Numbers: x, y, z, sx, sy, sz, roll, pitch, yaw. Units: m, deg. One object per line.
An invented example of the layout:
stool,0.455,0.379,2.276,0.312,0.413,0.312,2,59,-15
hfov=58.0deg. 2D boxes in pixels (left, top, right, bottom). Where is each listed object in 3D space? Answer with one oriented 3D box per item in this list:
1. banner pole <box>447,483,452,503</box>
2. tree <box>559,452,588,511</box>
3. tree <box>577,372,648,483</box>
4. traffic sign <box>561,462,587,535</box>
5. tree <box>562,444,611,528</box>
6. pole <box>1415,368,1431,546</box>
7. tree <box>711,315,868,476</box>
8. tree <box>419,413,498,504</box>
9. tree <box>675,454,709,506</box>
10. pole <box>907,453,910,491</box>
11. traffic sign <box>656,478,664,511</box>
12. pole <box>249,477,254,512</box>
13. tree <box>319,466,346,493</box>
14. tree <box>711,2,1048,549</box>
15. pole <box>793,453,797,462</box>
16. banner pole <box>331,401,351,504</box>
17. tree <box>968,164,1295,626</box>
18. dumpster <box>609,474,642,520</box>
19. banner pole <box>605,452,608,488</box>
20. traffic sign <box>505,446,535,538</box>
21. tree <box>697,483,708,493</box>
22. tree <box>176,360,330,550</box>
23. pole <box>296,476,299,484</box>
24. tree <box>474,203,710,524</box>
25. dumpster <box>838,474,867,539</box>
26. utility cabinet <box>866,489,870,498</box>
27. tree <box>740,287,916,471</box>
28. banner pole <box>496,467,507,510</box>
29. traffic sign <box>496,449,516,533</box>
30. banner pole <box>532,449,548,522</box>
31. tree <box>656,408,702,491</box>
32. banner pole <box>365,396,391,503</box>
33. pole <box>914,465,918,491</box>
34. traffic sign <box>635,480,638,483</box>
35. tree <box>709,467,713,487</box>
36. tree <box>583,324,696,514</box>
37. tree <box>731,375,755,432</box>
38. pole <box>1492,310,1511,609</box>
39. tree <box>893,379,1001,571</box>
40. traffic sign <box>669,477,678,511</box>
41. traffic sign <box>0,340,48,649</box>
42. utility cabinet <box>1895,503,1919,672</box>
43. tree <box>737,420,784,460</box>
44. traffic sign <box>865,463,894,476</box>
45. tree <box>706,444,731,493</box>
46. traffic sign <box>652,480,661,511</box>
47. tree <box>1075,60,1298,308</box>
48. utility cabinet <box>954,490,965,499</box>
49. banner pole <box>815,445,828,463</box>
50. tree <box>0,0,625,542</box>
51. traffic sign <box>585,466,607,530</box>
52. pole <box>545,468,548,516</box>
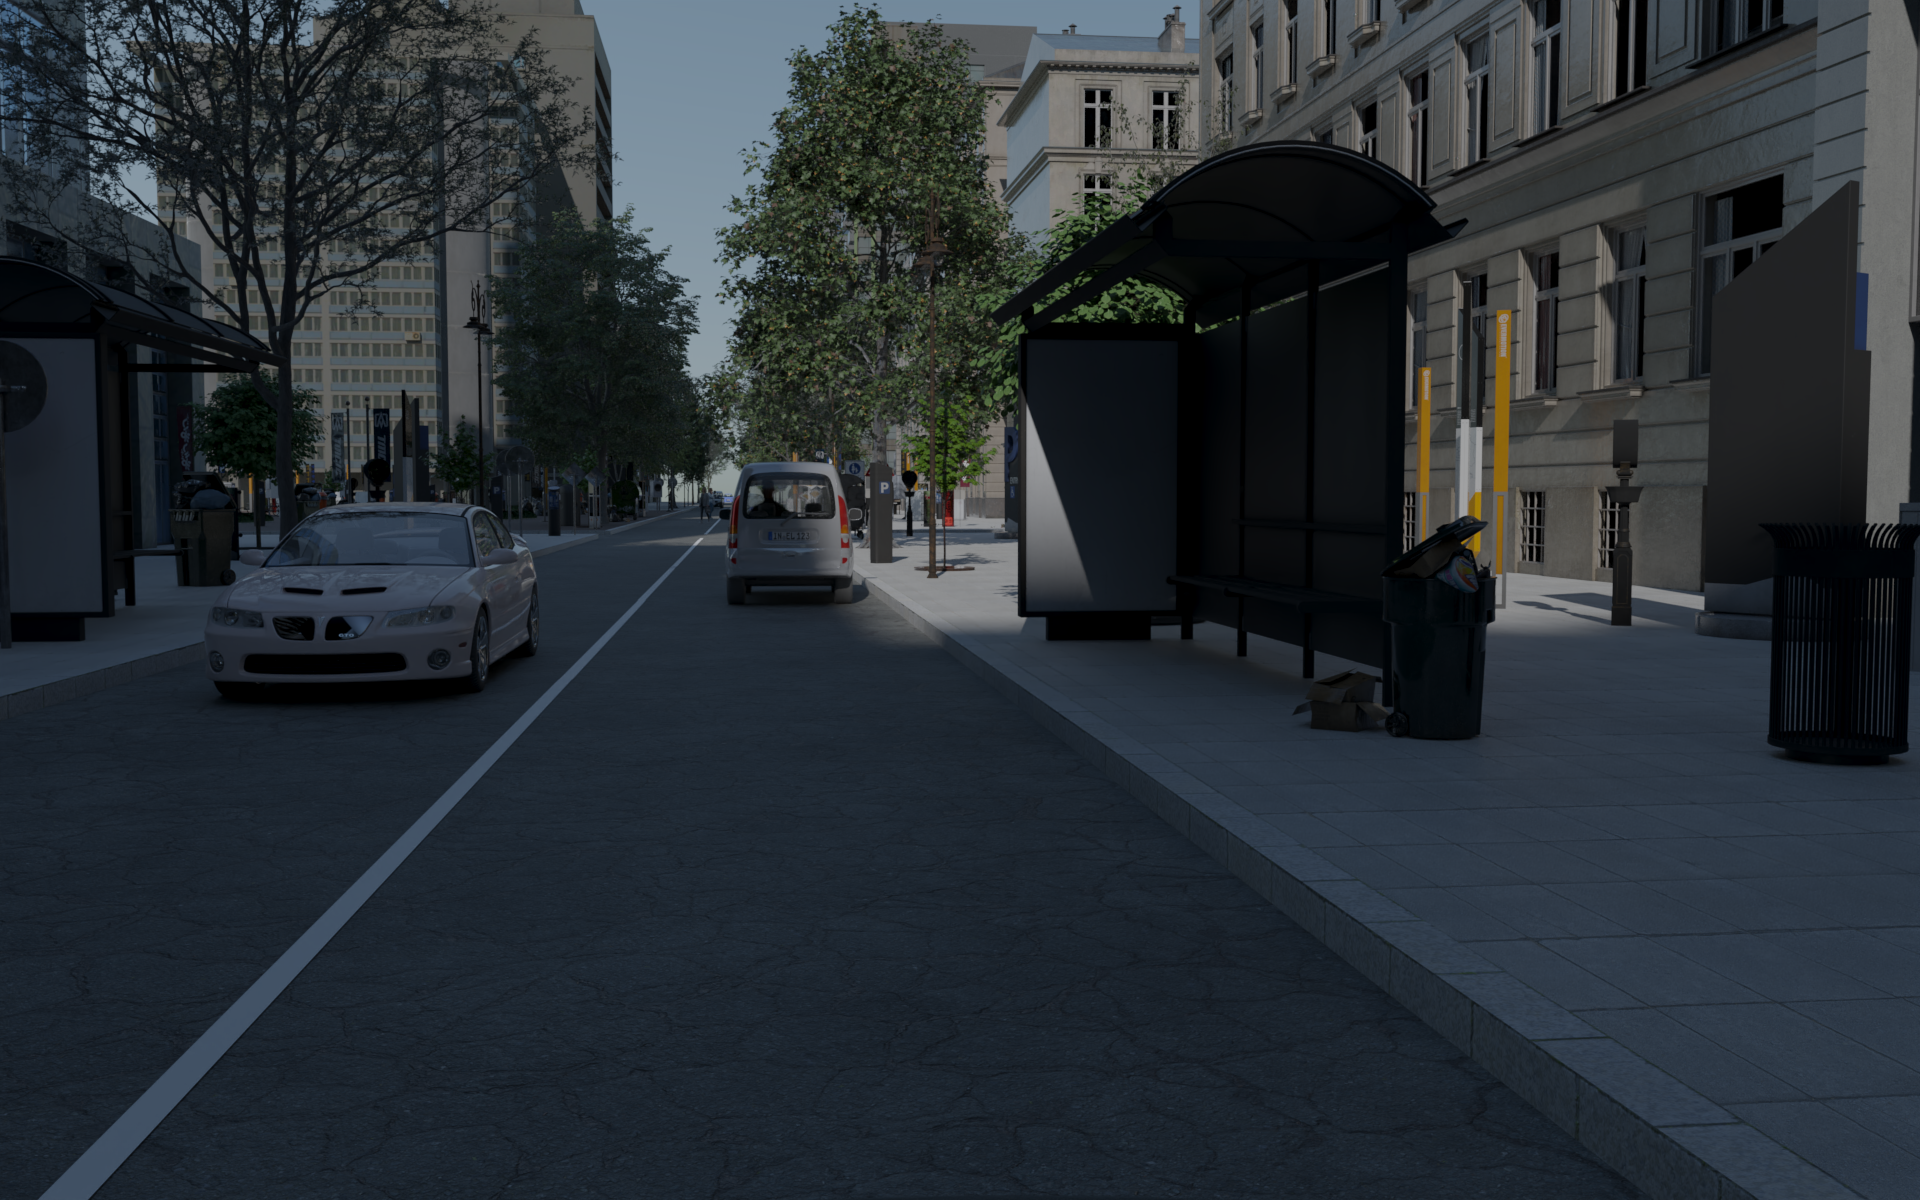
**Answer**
banner pole,-37.321,-8.381,127.043,0.863,3.779,0.401,-2,4,-30
tree,-29.267,-9.116,132.762,4.285,4.588,4.351,0,3,0
tree,-18.029,-8.584,90.704,4.360,8.622,3.978,0,3,0
traffic sign,-12.068,-3.093,54.220,0.795,2.450,0.064,0,4,-7
tree,-14.153,-4.396,66.482,1.663,3.219,1.824,0,3,0
pole,7.499,-2.092,28.054,0.158,3.312,0.155,0,3,0
tree,-9.387,-11.503,98.440,12.009,13.543,11.850,0,3,0
tree,-11.835,-2.871,41.548,1.663,3.219,1.824,0,3,0
tree,-29.541,-14.529,187.912,4.360,8.622,3.978,0,3,0
pole,-2.540,-5.599,85.385,0.158,3.312,0.155,0,3,0
traffic sign,-23.465,-8.258,135.120,0.768,2.556,0.104,0,4,-5
pole,-43.330,-6.851,105.856,0.158,3.312,0.155,0,3,0
tree,-39.269,-6.934,107.968,1.663,3.219,1.824,0,3,0
tree,-1.809,-7.564,40.683,9.611,12.733,9.660,0,3,0
pole,-8.019,-5.537,84.381,0.158,3.312,0.155,0,3,0
banner pole,-16.652,-3.469,46.728,0.863,3.779,0.401,2,4,26
tree,1.809,-2.056,17.337,4.285,4.588,4.351,0,3,0
dumpster,-16.421,-5.042,84.937,1.502,2.255,1.985,0,4,-7
banner pole,-17.990,-5.960,87.467,0.401,3.779,0.863,1,4,21
traffic sign,-11.567,-2.780,45.566,0.768,2.556,0.104,0,4,-6
tree,-38.987,-16.410,262.906,1.663,3.219,1.824,0,3,0
tree,-16.309,-3.465,40.374,4.285,4.588,4.351,0,3,0
pole,-47.754,-8.017,124.920,0.158,3.312,0.155,0,3,0
tree,-15.735,-10.298,75.034,9.857,13.997,8.962,0,3,0
dumpster,-3.323,-2.688,49.712,1.264,1.857,1.865,0,4,-7
utility cabinet,-3.900,-3.781,70.491,0.318,1.500,1.173,3,4,39
tree,-5.013,-8.471,72.916,7.601,10.594,8.767,-3,4,-36
banner pole,-29.868,-7.523,113.021,0.863,3.779,0.401,-2,4,-31
traffic sign,-12.789,-2.999,49.148,0.768,2.556,0.104,0,3,0
banner pole,-19.440,-5.511,80.121,0.863,3.779,0.401,-3,5,-44
tree,-23.661,-11.795,143.217,4.737,8.622,4.395,0,3,0
banner pole,-14.970,-3.329,44.454,0.863,3.779,0.401,1,4,11
pole,-2.305,-5.929,90.785,0.158,3.312,0.155,0,3,0
traffic sign,-24.055,-7.822,127.887,0.884,2.594,0.081,0,4,1
tree,-40.068,-19.548,269.973,4.360,8.622,3.978,0,3,0
tree,-20.399,-11.743,110.127,7.486,12.596,7.792,0,3,0
tree,-29.688,-24.568,257.571,12.611,20.169,13.585,0,3,0
pole,6.040,-1.559,19.331,0.158,3.312,0.155,0,3,0
tree,-0.127,-2.112,29.128,1.663,3.219,1.824,0,3,0
traffic sign,-22.039,-8.119,132.847,0.768,2.556,0.104,0,4,0
traffic sign,-7.931,-0.870,14.324,0.768,2.556,0.104,0,4,-4
utility cabinet,7.296,-0.076,12.397,1.020,1.237,0.306,2,4,34
tree,-19.405,-15.926,178.524,7.486,12.596,7.792,0,3,0
traffic sign,-2.396,-3.162,51.708,0.884,2.594,0.081,0,4,1
tree,-41.388,-22.029,285.923,9.928,11.665,9.643,0,3,0
traffic sign,-22.458,-7.713,128.235,0.606,2.300,0.079,0,4,-7
tree,3.807,-4.906,30.578,4.360,8.622,3.978,0,3,0
utility cabinet,-0.156,-4.971,89.955,0.318,1.500,1.173,-2,4,-33
banner pole,-6.699,-5.795,84.758,0.863,3.779,0.401,-2,4,-26
tree,-10.426,-7.081,26.151,12.009,13.543,11.850,0,3,0
traffic sign,-13.055,-3.578,62.145,0.795,2.450,0.064,0,4,-7
pole,-23.836,-6.481,99.809,0.158,3.312,0.155,0,3,0
